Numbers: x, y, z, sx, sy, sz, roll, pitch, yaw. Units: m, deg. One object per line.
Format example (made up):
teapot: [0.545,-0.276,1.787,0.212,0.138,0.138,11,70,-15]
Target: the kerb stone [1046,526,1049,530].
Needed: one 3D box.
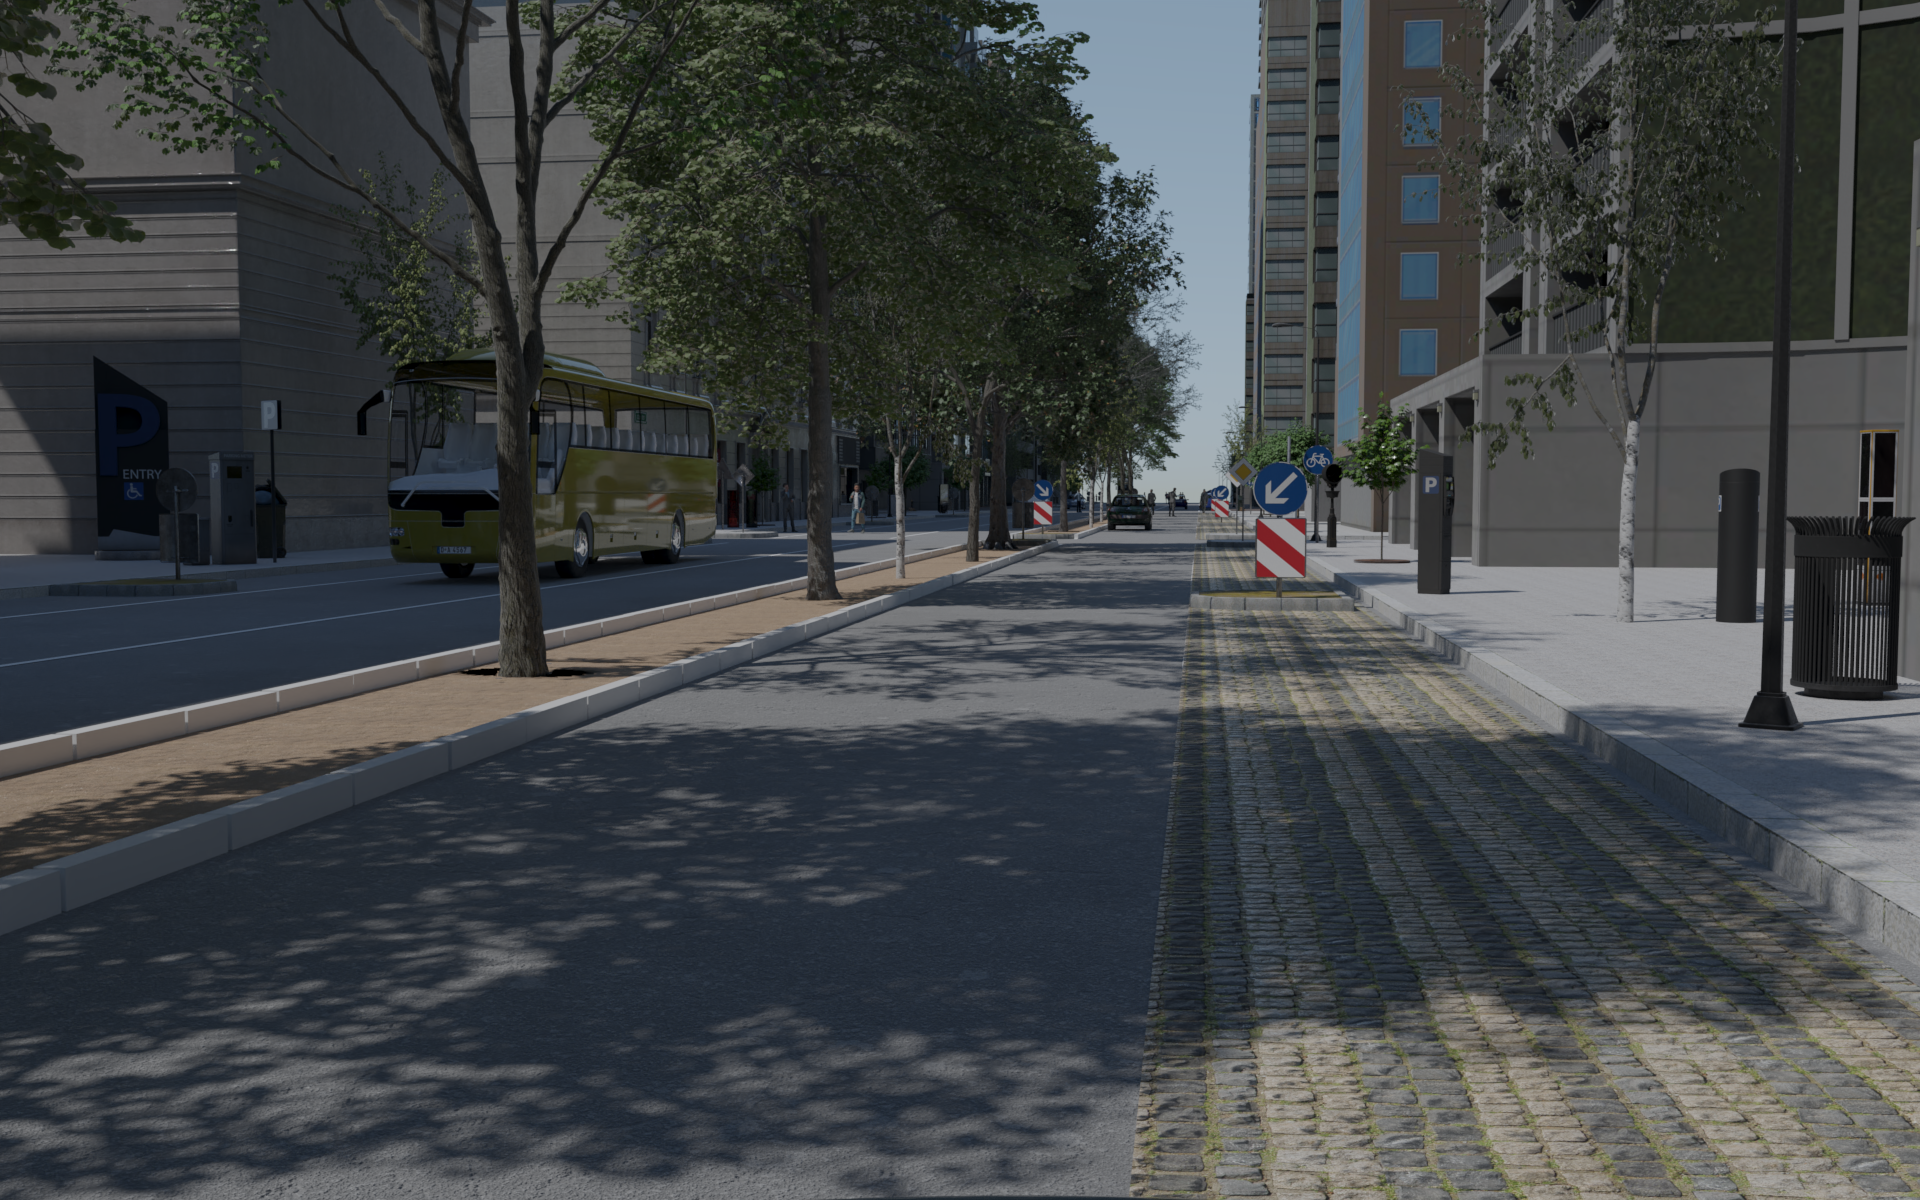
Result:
kerb stone: [3.238,-2.753,67.211,0.120,0.150,1.000,0,4,8]

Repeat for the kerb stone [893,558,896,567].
kerb stone: [-1.345,-0.731,34.141,0.120,0.150,1.000,0,4,8]

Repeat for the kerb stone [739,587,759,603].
kerb stone: [-2.882,-0.046,22.971,0.120,0.150,1.000,0,4,8]

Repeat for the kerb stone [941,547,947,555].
kerb stone: [-0.495,-1.103,40.260,0.120,0.150,1.000,0,4,8]

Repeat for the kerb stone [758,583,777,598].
kerb stone: [-2.745,-0.109,23.984,0.120,0.150,1.000,0,4,8]

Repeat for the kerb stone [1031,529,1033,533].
kerb stone: [2.394,-2.378,61.102,0.120,0.150,1.000,0,4,8]

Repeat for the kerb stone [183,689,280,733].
kerb stone: [-4.576,0.702,10.790,0.120,0.150,1.000,0,4,8]

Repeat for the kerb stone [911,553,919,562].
kerb stone: [-1.052,-0.856,36.193,0.120,0.150,1.000,0,4,8]

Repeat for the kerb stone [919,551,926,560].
kerb stone: [-0.913,-0.915,37.206,0.120,0.150,1.000,0,4,8]

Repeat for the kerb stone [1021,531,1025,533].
kerb stone: [1.979,-2.190,58.057,0.120,0.150,1.000,0,4,8]

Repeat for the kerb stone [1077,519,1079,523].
kerb stone: [5.495,-3.745,83.440,0.120,0.150,1.000,0,4,8]

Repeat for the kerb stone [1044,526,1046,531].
kerb stone: [3.097,-2.690,66.182,0.120,0.150,1.000,0,4,8]

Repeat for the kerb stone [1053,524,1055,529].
kerb stone: [3.658,-2.940,70.266,0.120,0.150,1.000,0,4,8]

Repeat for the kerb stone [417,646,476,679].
kerb stone: [-4.158,0.511,13.843,0.120,0.150,1.000,0,4,8]

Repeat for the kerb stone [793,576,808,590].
kerb stone: [-2.462,-0.230,26.012,0.120,0.150,1.000,0,4,8]

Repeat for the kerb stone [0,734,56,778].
kerb stone: [-4.864,0.824,8.758,0.120,0.150,1.000,0,4,8]

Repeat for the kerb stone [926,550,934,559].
kerb stone: [-0.773,-0.980,38.224,0.120,0.150,1.000,0,4,8]

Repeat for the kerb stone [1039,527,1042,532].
kerb stone: [2.822,-2.566,64.152,0.120,0.150,1.000,0,4,8]

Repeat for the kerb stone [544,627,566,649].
kerb stone: [-3.871,0.387,15.868,0.120,0.150,1.000,0,4,8]

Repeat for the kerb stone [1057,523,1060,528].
kerb stone: [3.952,-3.060,72.292,0.120,0.150,1.000,0,4,8]

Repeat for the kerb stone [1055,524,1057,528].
kerb stone: [3.806,-3.002,71.280,0.120,0.150,1.000,0,4,8]

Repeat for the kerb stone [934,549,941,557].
kerb stone: [-0.630,-1.043,39.242,0.120,0.150,1.000,0,4,8]

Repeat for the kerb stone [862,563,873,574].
kerb stone: [-1.761,-0.545,31.099,0.120,0.150,1.000,0,4,8]

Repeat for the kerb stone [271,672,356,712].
kerb stone: [-4.434,0.635,11.808,0.120,0.150,1.000,0,4,8]

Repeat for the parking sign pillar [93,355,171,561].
parking sign pillar: [-16.192,-2.779,33.902,1.447,3.967,1.447,-2,4,-24]

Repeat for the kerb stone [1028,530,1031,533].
kerb stone: [2.253,-2.317,60.086,0.120,0.150,1.000,0,4,8]

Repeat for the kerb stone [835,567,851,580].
kerb stone: [-2.035,-0.420,29.067,0.120,0.150,1.000,0,4,8]

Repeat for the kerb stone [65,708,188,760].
kerb stone: [-4.717,0.760,9.769,0.120,0.150,1.000,0,4,8]

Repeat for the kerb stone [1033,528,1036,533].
kerb stone: [2.536,-2.442,62.119,0.120,0.150,1.000,0,4,8]

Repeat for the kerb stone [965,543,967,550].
kerb stone: [0.073,-1.347,44.317,0.120,0.150,1.000,0,4,8]

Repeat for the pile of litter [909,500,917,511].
pile of litter: [-3.866,-7.107,130.169,1.176,0.858,1.719,-2,4,-29]

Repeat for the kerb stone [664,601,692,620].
kerb stone: [-3.314,0.138,19.935,0.120,0.150,1.000,0,4,8]

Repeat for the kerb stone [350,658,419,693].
kerb stone: [-4.306,0.573,12.830,0.120,0.150,1.000,0,4,8]

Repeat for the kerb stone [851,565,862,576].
kerb stone: [-1.908,-0.479,30.082,0.120,0.150,1.000,0,4,8]

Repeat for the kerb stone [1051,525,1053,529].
kerb stone: [3.532,-2.877,69.244,0.120,0.150,1.000,0,4,8]

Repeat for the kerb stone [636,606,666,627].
kerb stone: [-3.456,0.200,18.923,0.120,0.150,1.000,0,4,8]

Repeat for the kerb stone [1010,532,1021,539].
kerb stone: [1.831,-2.131,57.040,0.120,0.150,1.000,0,4,8]

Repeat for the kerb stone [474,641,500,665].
kerb stone: [-4.009,0.451,14.855,0.120,0.150,1.000,0,4,8]

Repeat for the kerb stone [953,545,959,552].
kerb stone: [-0.210,-1.229,42.284,0.120,0.150,1.000,0,4,8]

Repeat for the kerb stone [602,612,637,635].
kerb stone: [-3.581,0.263,17.900,0.120,0.150,1.000,0,4,8]

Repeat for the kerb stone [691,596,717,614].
kerb stone: [-3.170,0.076,20.947,0.120,0.150,1.000,0,4,8]

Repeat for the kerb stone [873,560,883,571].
kerb stone: [-1.628,-0.606,32.114,0.120,0.150,1.000,0,4,8]

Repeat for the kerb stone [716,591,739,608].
kerb stone: [-3.026,0.016,21.959,0.120,0.150,1.000,0,4,8]

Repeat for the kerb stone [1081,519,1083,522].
kerb stone: [5.923,-3.932,86.476,0.120,0.150,1.000,0,4,8]

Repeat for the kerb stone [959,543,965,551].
kerb stone: [-0.069,-1.289,43.302,0.120,0.150,1.000,0,4,8]

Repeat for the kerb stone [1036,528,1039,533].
kerb stone: [2.687,-2.504,63.132,0.120,0.150,1.000,0,4,8]

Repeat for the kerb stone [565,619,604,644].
kerb stone: [-3.727,0.326,16.888,0.120,0.150,1.000,0,4,8]

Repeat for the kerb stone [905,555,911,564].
kerb stone: [-1.194,-0.793,35.168,0.120,0.150,1.000,0,4,8]

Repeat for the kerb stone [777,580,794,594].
kerb stone: [-2.606,-0.164,25.000,0.120,0.150,1.000,0,4,8]

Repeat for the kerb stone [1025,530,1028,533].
kerb stone: [2.120,-2.251,59.073,0.120,0.150,1.000,0,4,8]

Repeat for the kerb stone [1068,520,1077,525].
kerb stone: [5.353,-3.684,82.428,0.120,0.150,1.000,0,4,8]

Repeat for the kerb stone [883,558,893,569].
kerb stone: [-1.483,-0.669,33.128,0.120,0.150,1.000,0,4,8]

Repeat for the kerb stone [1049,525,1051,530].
kerb stone: [3.388,-2.815,68.224,0.120,0.150,1.000,0,4,8]

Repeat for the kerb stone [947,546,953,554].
kerb stone: [-0.354,-1.158,41.272,0.120,0.150,1.000,0,4,8]
